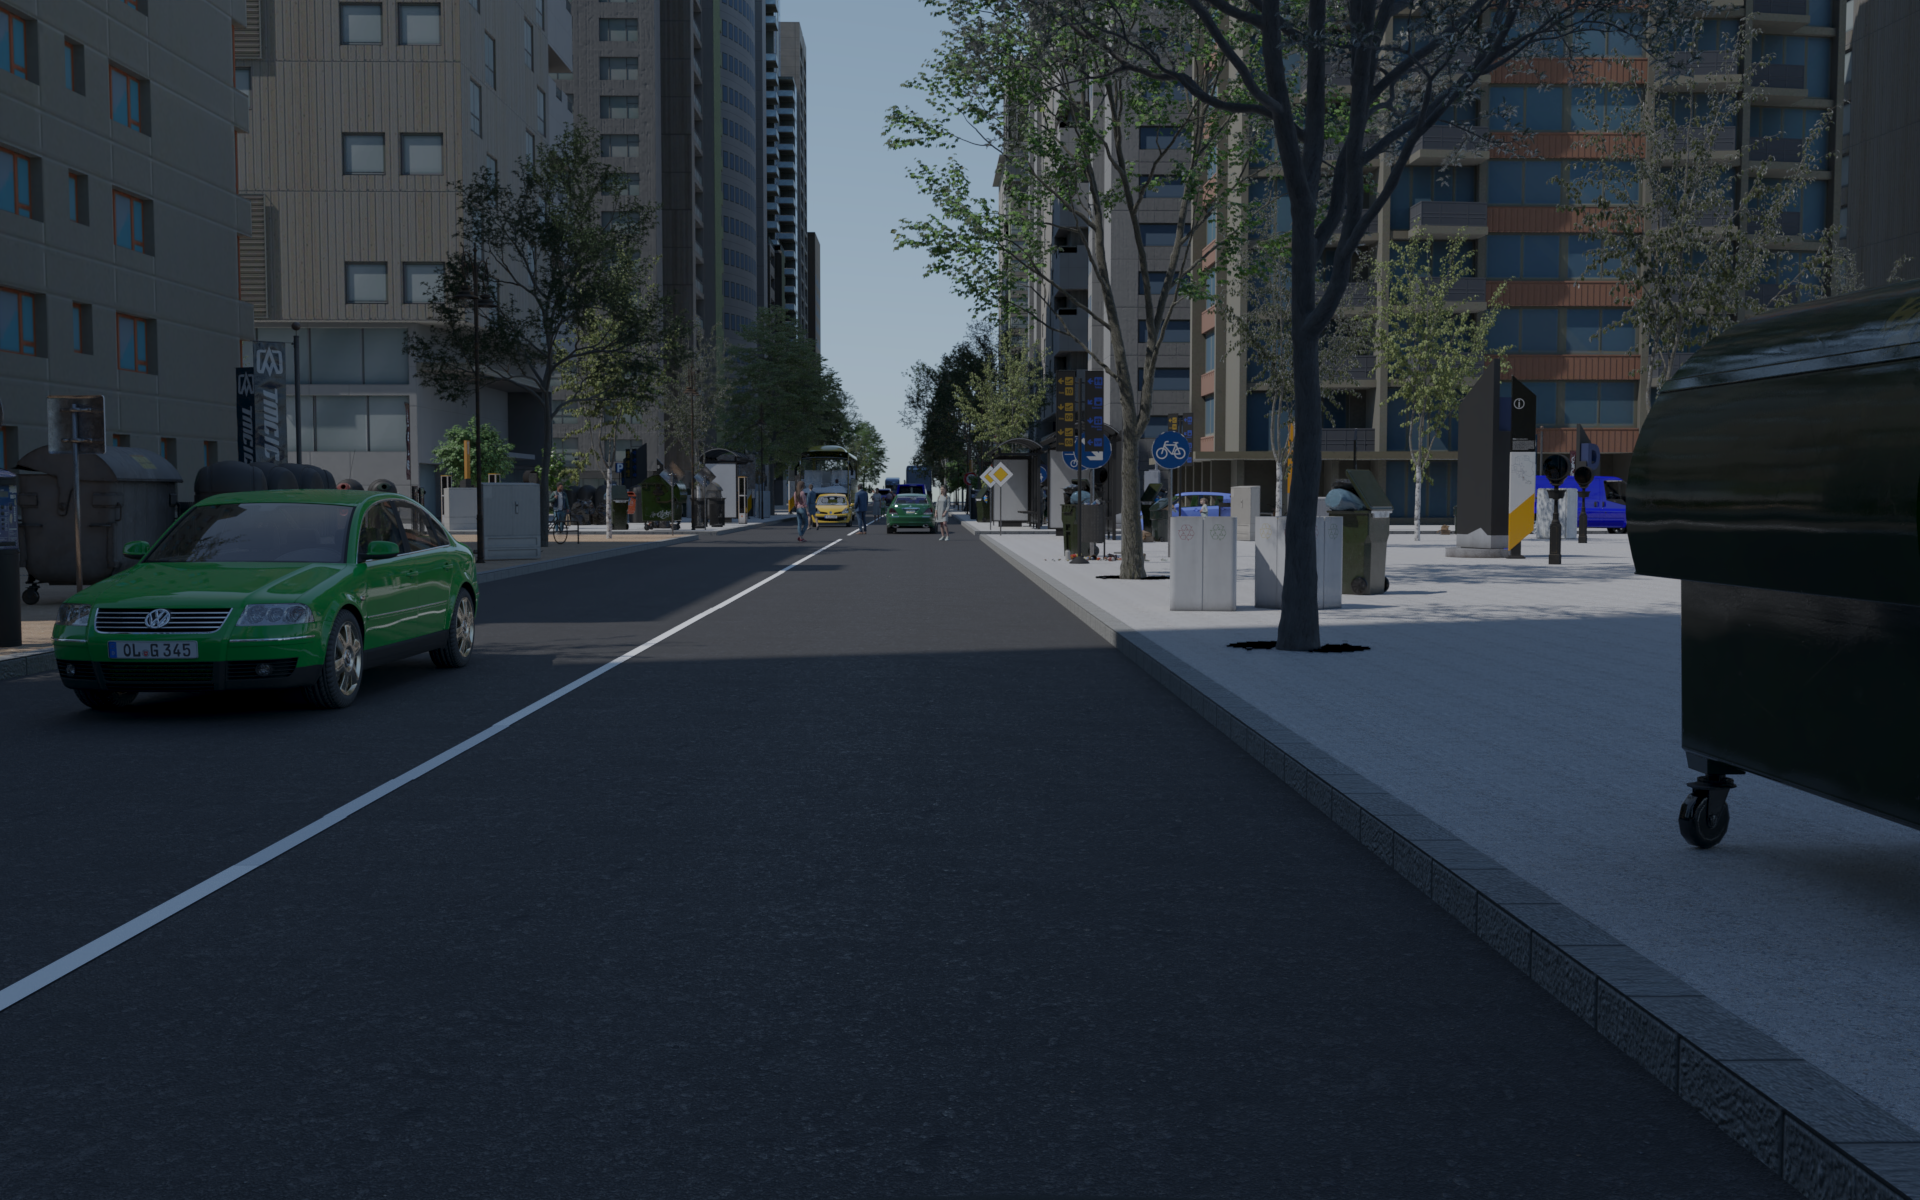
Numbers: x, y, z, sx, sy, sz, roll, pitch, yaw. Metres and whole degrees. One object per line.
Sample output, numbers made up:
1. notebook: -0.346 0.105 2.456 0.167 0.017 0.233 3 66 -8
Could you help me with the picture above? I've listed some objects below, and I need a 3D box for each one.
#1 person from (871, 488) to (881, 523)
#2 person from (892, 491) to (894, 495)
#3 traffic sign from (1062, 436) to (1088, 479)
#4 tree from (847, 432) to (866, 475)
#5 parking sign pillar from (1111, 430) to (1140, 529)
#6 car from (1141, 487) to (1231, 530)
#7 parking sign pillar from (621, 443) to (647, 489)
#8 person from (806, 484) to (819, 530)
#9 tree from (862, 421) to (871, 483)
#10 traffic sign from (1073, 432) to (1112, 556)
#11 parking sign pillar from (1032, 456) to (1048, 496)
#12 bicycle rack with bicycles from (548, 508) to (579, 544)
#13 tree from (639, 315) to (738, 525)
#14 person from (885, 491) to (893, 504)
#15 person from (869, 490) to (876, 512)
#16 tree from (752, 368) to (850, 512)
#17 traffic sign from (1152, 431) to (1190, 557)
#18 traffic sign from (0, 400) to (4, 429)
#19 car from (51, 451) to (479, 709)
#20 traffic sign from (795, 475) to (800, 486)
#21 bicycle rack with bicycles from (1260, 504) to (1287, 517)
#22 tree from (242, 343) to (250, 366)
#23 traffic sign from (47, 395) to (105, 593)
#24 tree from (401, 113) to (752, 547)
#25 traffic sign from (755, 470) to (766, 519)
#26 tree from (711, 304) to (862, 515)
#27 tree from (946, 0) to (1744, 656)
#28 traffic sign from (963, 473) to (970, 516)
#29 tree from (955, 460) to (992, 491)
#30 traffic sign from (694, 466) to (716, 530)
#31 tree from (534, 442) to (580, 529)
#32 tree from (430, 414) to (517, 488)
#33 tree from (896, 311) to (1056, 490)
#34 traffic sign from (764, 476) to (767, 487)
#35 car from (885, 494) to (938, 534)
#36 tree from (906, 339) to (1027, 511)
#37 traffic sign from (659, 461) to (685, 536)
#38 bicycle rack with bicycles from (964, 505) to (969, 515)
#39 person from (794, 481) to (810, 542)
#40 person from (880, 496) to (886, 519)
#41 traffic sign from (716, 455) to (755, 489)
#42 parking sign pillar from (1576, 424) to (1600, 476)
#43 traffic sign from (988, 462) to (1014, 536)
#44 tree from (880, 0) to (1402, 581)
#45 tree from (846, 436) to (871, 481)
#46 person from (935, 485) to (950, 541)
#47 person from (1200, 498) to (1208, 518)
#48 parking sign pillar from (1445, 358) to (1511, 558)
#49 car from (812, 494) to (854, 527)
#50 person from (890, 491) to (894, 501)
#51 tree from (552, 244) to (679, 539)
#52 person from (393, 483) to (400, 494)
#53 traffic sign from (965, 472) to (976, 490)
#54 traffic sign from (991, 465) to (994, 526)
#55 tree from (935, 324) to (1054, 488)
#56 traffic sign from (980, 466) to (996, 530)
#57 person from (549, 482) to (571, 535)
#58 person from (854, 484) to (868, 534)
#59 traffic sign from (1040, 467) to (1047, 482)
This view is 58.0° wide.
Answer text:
1. person: -4.217 -4.763 86.952 0.480 1.755 0.524 1 4 10
2. person: -7.239 -11.006 189.185 0.721 1.736 1.217 0 4 -4
3. traffic sign: 2.611 -2.315 37.957 0.768 2.556 0.104 0 4 -1
4. tree: -12.938 -15.595 205.345 4.360 8.622 3.978 0 3 0
5. parking sign pillar: 5.857 -4.630 64.181 1.447 3.967 1.447 1 4 20
6. car: 7.672 -2.993 58.530 3.694 1.707 1.945 0 4 -2
7. parking sign pillar: -17.048 -6.249 90.640 1.447 3.967 1.447 -2 4 -35
8. person: -5.857 -3.673 68.574 0.581 1.822 0.654 -3 4 -39
9. tree: -11.693 -13.080 131.992 7.486 12.596 7.792 0 3 0
10. traffic sign: 2.653 -2.120 34.761 0.768 2.556 0.104 0 4 4
11. parking sign pillar: 5.300 -7.596 112.663 1.447 3.967 1.447 -3 5 -41
12. bicycle rack with bicycles: -11.048 -1.859 43.777 2.852 0.926 2.925 1 4 14
13. tree: -10.862 -7.342 70.406 4.360 8.622 3.978 0 3 0
14. person: -6.051 -8.568 149.526 0.756 1.711 0.436 3 5 41
15. person: -6.981 -7.956 139.030 0.568 1.767 0.683 0 4 -1
16. tree: -11.631 -11.442 121.481 8.767 10.594 7.601 -3 4 -36
17. traffic sign: 4.254 -2.136 35.036 0.768 2.556 0.104 0 4 4
18. traffic sign: -10.943 -1.164 19.133 0.768 2.556 0.104 0 4 0
19. car: -4.971 -0.255 12.961 1.959 1.807 4.718 0 4 0
20. traffic sign: -10.596 -6.937 113.521 0.768 2.556 0.104 0 4 7
21. bicycle rack with bicycles: 11.884 -2.971 61.963 2.852 0.926 2.925 0 4 -4
22. tree: -29.635 -7.205 68.160 4.737 8.622 4.395 0 3 0
23. traffic sign: -9.153 -0.968 17.961 0.606 2.300 0.079 0 4 3
24. tree: -9.824 -6.574 41.900 7.601 10.594 8.767 -1 4 -19
25. traffic sign: -10.502 -5.530 90.519 0.768 2.556 0.104 0 4 4
26. tree: -10.933 -11.367 103.975 7.486 12.596 7.792 0 3 0
27. tree: 2.904 -6.325 13.785 12.009 13.543 11.850 0 3 0
28. traffic sign: 0.586 -6.244 102.198 0.768 2.556 0.104 0 4 0
29. tree: 1.099 -6.233 96.507 1.663 3.219 1.824 0 3 0
30. traffic sign: -9.009 -3.523 61.237 0.795 2.450 0.064 0 4 -1
31. tree: -14.921 -4.261 64.262 1.663 3.219 1.824 0 3 0
32. tree: -19.971 -5.348 71.159 4.285 4.588 4.351 0 3 0
33. tree: 0.946 -9.444 88.830 8.767 10.594 7.601 -1 4 -11
34. traffic sign: -10.997 -5.743 96.023 0.606 2.300 0.079 0 4 4
35. car: -1.743 -3.196 64.045 2.131 1.459 4.920 0 4 0
36. tree: 0.745 -12.913 128.129 9.611 12.733 9.660 0 3 0
37. traffic sign: -8.839 -3.034 53.254 0.795 2.450 0.064 0 4 -1
38. bicycle rack with bicycles: 1.718 -5.727 107.025 2.925 0.926 2.852 0 4 -4
39. person: -4.698 -2.639 51.651 0.555 1.821 0.388 2 4 35
40. person: -4.512 -5.426 101.464 0.306 1.304 0.590 -1 4 -18
41. traffic sign: -11.657 -5.823 89.080 2.265 3.308 0.079 0 4 0
42. parking sign pillar: 24.173 -4.783 66.675 1.447 3.967 1.447 3 5 43
43. traffic sign: 1.254 -3.046 53.448 0.795 2.450 0.064 0 4 -1
44. tree: 2.664 -6.128 25.948 9.928 11.665 9.643 0 3 0
45. tree: -13.153 -16.065 213.029 4.737 8.622 4.395 0 3 0
46. person: -0.512 -2.693 53.527 0.512 1.701 0.522 2 4 26
47. person: 7.942 -2.675 56.510 0.394 1.301 0.425 -2 4 -29
48. parking sign pillar: 10.634 -2.856 35.172 1.447 3.967 1.447 -1 4 -15
49. car: -5.622 -4.039 76.267 2.015 1.641 3.980 0 4 -2
50. person: -7.438 -10.771 185.161 0.990 1.755 0.434 -2 4 -30
51. tree: -10.101 -6.087 49.891 4.737 8.622 4.395 0 3 0
52. person: -17.994 -2.835 55.034 0.511 1.800 0.466 -1 4 -16
53. traffic sign: 0.651 -6.176 101.076 0.768 2.556 0.104 0 4 3
54. traffic sign: 1.362 -4.288 70.120 0.884 2.594 0.081 0 4 6
55. tree: 2.038 -7.611 74.810 4.737 8.622 4.395 0 3 0
56. traffic sign: 1.083 -3.534 61.431 0.795 2.450 0.064 0 4 -1
57. person: -13.259 -3.002 57.570 0.794 1.824 0.713 -1 4 -15
58. person: -3.502 -3.240 61.656 0.419 1.800 0.721 3 5 40
59. traffic sign: 3.592 -4.850 79.396 0.768 2.556 0.104 0 4 1
